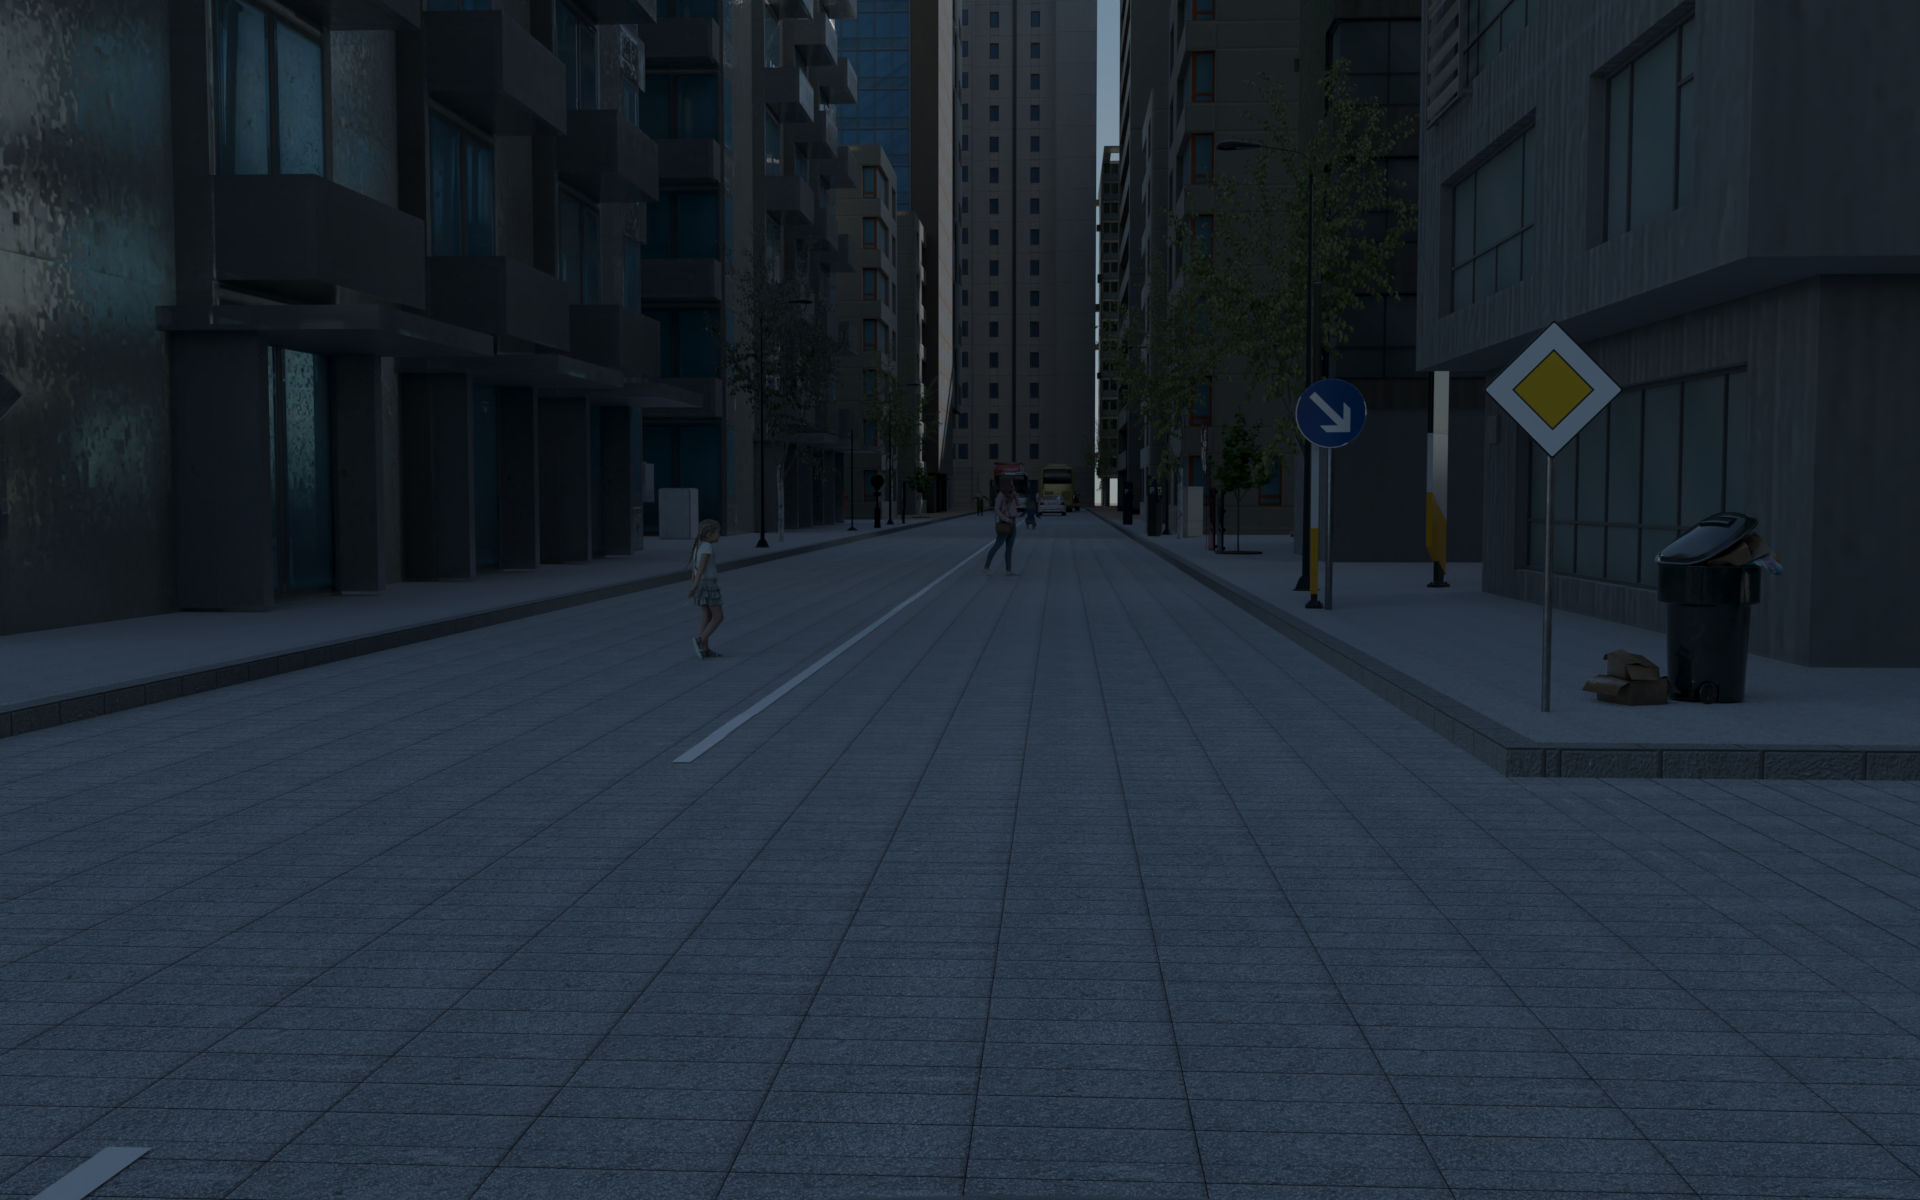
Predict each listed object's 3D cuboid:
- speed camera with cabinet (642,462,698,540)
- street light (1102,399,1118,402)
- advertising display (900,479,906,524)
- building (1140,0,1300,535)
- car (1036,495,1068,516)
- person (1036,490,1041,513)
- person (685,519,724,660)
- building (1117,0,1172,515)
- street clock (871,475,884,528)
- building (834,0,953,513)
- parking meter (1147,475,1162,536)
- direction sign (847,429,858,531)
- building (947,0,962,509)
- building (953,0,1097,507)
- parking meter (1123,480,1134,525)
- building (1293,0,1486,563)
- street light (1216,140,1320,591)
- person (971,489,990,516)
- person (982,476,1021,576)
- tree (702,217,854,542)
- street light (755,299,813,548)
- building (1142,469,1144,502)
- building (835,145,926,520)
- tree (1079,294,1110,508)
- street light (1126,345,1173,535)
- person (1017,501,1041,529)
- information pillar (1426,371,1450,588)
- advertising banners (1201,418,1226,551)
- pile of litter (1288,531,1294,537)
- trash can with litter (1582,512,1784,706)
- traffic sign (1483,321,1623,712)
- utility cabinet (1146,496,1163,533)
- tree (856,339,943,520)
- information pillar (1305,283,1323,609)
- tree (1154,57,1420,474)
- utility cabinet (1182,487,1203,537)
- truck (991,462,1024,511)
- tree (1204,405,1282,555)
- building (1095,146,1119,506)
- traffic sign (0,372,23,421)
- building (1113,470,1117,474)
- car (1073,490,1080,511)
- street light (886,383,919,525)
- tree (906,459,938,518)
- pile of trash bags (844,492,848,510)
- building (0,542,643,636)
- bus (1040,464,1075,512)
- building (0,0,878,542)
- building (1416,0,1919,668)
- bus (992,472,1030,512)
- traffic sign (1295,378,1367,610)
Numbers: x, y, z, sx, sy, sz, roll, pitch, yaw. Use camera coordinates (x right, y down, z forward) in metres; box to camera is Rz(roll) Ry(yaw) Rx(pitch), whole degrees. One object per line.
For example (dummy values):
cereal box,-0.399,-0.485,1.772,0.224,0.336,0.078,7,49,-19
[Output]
speed camera with cabinet,-8.486,-3.357,49.228,2.038,3.252,0.660,1,4,16
street light,7.631,-6.874,84.924,1.470,5.913,1.316,0,4,3
advertising display,-2.463,-4.269,75.017,0.123,1.923,0.974,-1,4,-8
building,21.621,-13.604,67.463,27.650,21.520,28.899,0,4,3
car,6.135,-6.300,115.367,2.083,1.381,4.827,0,4,3
person,5.551,-6.877,121.875,0.436,1.711,0.756,0,4,2
person,-2.279,-0.100,15.151,0.382,1.210,0.505,-2,4,-29
building,21.779,-30.174,117.050,21.300,48.544,21.600,0,4,3
street clock,-3.115,-3.713,65.269,0.471,2.002,0.358,-3,4,-37
building,-7.883,-28.840,121.640,14.600,45.320,14.200,0,4,3
parking meter,5.918,-2.870,52.637,0.399,1.863,0.255,3,5,43
direction sign,-3.787,-4.207,60.778,0.379,3.537,0.876,0,4,-5
building,-13.512,-34.103,146.828,27.495,52.752,28.713,0,4,3
building,-0.096,-39.011,179.828,28.212,58.520,21.231,0,4,3
parking meter,7.027,-4.080,72.417,0.399,1.863,0.255,2,4,32
building,14.323,-16.295,38.117,14.160,30.474,14.107,0,4,3
street light,4.062,-3.079,22.878,1.470,5.913,1.316,0,4,3
person,1.328,-6.347,113.010,1.217,1.736,0.721,-1,4,-10
person,0.729,-1.301,30.357,0.643,1.750,0.593,2,4,26
tree,-4.786,-5.856,46.103,4.360,8.622,3.978,0,3,0
street light,-4.201,-4.209,41.355,1.470,5.913,1.316,0,4,3
building,20.916,-40.158,94.830,20.563,71.187,20.611,0,4,3
building,-16.880,-15.666,101.182,27.650,21.520,28.899,0,4,3
tree,6.036,-6.045,49.205,4.737,8.622,4.395,0,3,0
street light,5.945,-4.989,54.114,1.470,5.913,1.316,0,4,3
person,2.831,-3.509,71.376,1.012,1.151,0.738,0,4,4
information pillar,6.543,-1.979,23.706,0.183,3.616,0.504,3,5,40
advertising banners,5.728,-2.635,39.269,0.090,3.025,2.074,0,4,-6
pile of litter,10.311,-2.295,51.492,1.176,0.858,1.719,2,4,33
trash can with litter,4.432,0.046,10.640,1.055,1.170,0.624,-1,4,-18
traffic sign,3.449,-0.398,10.146,0.795,2.450,0.064,0,4,3
utility cabinet,6.372,-2.792,56.817,0.306,1.237,1.020,-1,4,-9
tree,-3.092,-8.121,83.148,4.737,8.622,4.395,0,3,0
information pillar,4.011,-1.722,19.504,0.183,3.616,0.504,1,4,13
tree,5.669,-4.811,29.024,4.737,8.622,4.395,0,3,0
utility cabinet,6.851,-2.618,51.487,0.318,1.500,1.173,2,4,30
truck,4.341,-10.126,154.471,2.839,4.237,11.283,0,4,3
tree,5.860,-2.593,37.000,1.663,3.219,1.824,0,3,0
building,26.477,-30.076,183.623,23.993,40.220,32.217,0,4,3
traffic sign,-6.178,-0.433,10.726,0.795,2.450,0.064,0,4,3
building,24.895,-32.005,142.896,23.786,49.044,30.456,0,4,3
car,9.256,-8.596,149.223,2.281,1.827,5.304,0,4,2
street light,-2.391,-6.117,72.558,1.470,5.913,1.316,0,4,3
tree,-2.251,-6.082,94.048,1.663,3.219,1.824,0,3,0
pile of trash bags,-7.169,-4.596,84.897,3.447,1.369,1.912,1,4,11
building,-17.528,-24.848,25.871,23.786,49.044,30.456,0,4,3
bus,7.848,-9.047,139.461,2.896,3.916,12.252,0,4,3
building,-15.834,-27.193,64.221,23.786,49.044,30.456,0,4,3
building,12.425,-20.230,14.358,14.086,41.232,14.154,0,4,3
bus,4.292,-8.913,140.582,2.948,3.499,13.247,0,4,3
traffic sign,4.087,-1.164,19.130,0.768,2.556,0.104,1,4,13
